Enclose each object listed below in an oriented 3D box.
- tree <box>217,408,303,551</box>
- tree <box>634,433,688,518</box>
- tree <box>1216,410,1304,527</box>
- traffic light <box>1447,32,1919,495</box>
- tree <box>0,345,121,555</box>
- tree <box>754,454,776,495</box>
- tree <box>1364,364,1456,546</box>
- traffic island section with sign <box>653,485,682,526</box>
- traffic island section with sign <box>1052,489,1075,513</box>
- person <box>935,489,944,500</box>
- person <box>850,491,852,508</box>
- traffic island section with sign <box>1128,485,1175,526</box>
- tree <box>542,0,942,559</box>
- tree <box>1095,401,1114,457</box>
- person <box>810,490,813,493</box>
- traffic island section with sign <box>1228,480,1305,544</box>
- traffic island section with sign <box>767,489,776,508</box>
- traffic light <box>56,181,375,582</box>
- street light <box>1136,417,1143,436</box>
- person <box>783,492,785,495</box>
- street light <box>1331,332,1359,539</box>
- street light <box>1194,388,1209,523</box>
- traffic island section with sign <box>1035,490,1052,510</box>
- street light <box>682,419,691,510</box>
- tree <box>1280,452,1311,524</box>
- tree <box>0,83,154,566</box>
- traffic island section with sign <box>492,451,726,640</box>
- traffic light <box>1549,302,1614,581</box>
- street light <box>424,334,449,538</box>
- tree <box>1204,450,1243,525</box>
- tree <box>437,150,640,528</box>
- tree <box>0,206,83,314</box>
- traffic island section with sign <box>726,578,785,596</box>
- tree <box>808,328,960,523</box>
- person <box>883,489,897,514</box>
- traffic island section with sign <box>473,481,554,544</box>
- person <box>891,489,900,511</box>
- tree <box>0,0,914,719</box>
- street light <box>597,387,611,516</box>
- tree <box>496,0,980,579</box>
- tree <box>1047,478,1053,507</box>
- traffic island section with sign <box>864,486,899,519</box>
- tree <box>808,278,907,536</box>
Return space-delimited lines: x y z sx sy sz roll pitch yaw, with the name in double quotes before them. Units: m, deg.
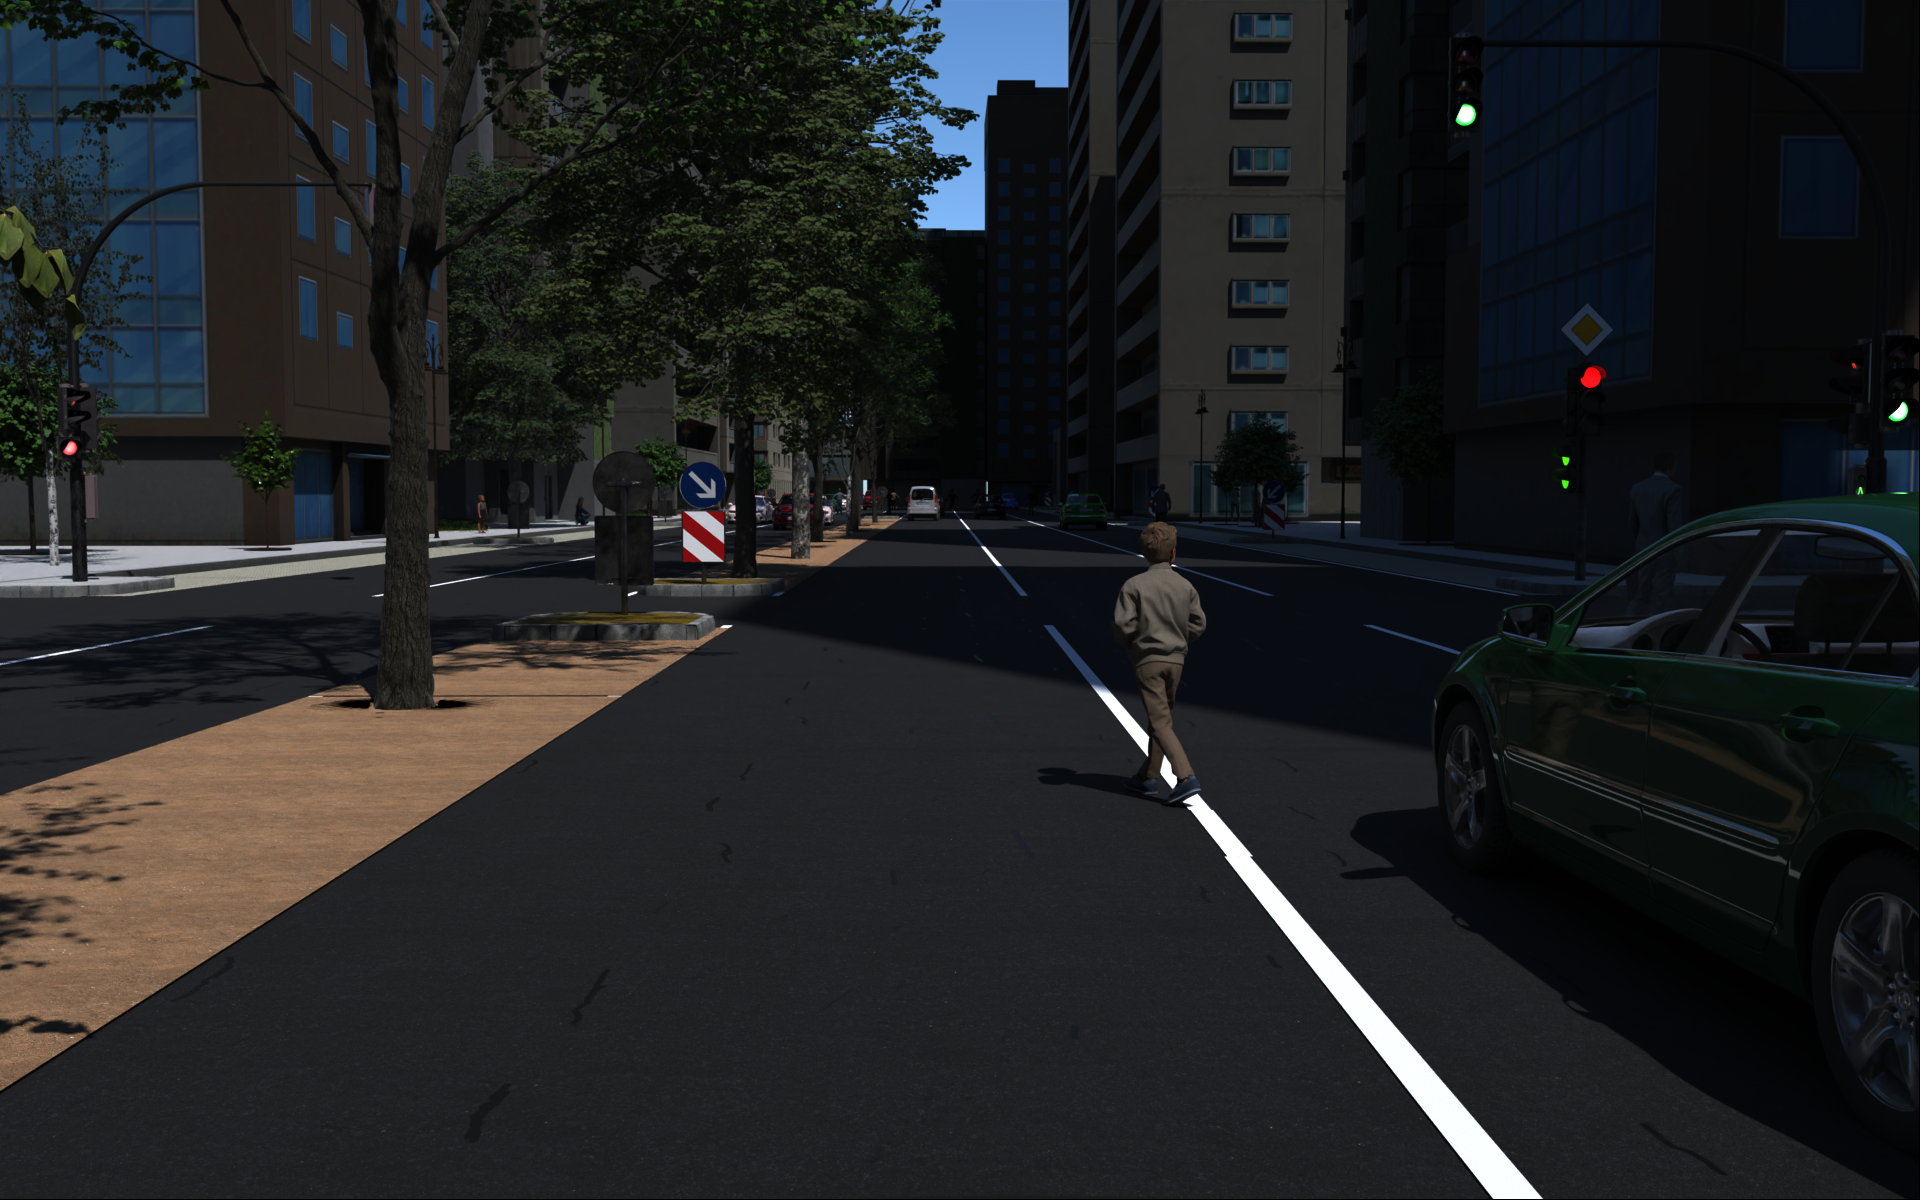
"tree" -15.649 -2.731 39.250 1.663 3.219 1.824 0 3 0
"tree" -16.143 -6.661 92.614 4.285 4.588 4.351 0 3 0
"tree" 11.659 -5.129 67.566 4.285 4.588 4.351 0 3 0
"traffic light" 7.174 -2.614 17.406 4.771 5.953 1.251 0 4 -1
"tree" -19.850 -3.249 36.833 4.285 4.588 4.351 0 3 0
"tree" -17.546 -9.981 146.903 4.285 4.588 4.351 0 3 0
"tree" 11.720 -3.661 43.575 4.285 4.588 4.351 0 3 0
"traffic island section with sign" -13.223 -4.222 77.651 1.989 1.847 2.006 0 4 -1
"traffic island section with sign" 8.012 -7.291 127.828 1.989 1.847 2.006 0 4 -1
"person" -1.541 -6.471 114.821 1.217 1.766 0.721 -2 4 -30
"person" -11.300 -10.460 179.521 0.705 1.824 1.348 2 4 25
"traffic island section with sign" 8.604 -4.252 78.150 1.989 1.847 2.006 0 4 -1
"tree" -4.736 -11.014 38.426 12.611 20.169 13.585 0 3 0
"tree" 10.541 -9.471 105.218 4.360 8.622 3.978 0 3 0
"person" -10.301 -6.824 120.756 1.217 1.739 0.721 3 5 44
"traffic island section with sign" 8.918 -2.568 50.619 1.989 1.847 2.006 0 4 -1
"traffic island section with sign" -13.799 -7.251 127.173 1.989 1.847 2.006 0 4 -1
"traffic light" -10.798 -3.099 25.342 4.771 5.953 1.251 0 4 -1
"street light" 10.353 -7.803 100.371 0.468 5.910 1.993 0 4 -1
"person" -15.988 -9.099 158.052 0.421 1.427 0.697 0 4 -2
"street light" 10.972 -4.692 49.495 0.468 5.910 1.993 0 4 -1
"street light" 10.551 -6.295 75.709 0.468 5.910 1.993 0 4 -1
"traffic island section with sign" 7.705 -8.939 154.782 1.989 1.847 2.006 0 4 -1
"street light" -15.792 -7.775 99.911 0.468 5.910 1.993 0 4 -1
"tree" 14.066 -4.896 74.651 1.663 3.219 1.824 0 3 0
"tree" -16.255 -4.906 30.569 4.360 8.622 3.978 0 3 0
"traffic island section with sign" -3.563 -0.589 17.775 2.006 1.907 1.989 0 4 -1
"traffic light" 9.171 -2.241 25.556 0.839 4.253 0.868 0 4 -1
"street light" -15.210 -4.732 50.164 0.468 5.910 1.993 0 4 -1
"tree" 11.120 -4.697 71.401 1.663 3.219 1.824 0 3 0
"tree" -16.582 -9.639 64.260 9.857 13.997 8.962 0 3 0
"tree" -3.258 -3.073 3.056 4.737 8.622 4.395 0 3 0
"traffic island section with sign" -3.640 -1.042 25.181 2.006 1.907 1.989 0 4 -1
"tree" -4.183 -9.104 85.713 8.767 10.594 7.601 0 4 -1
"person" -5.003 -6.944 122.041 0.705 1.822 1.348 3 5 44
"traffic island section with sign" -12.894 -2.548 50.287 1.989 1.847 2.006 0 4 -1
"person" -5.687 -8.523 147.866 1.348 1.823 0.705 -1 4 -21
"tree" -3.601 -5.071 11.118 9.928 11.665 9.643 0 3 0
"street light" -15.505 -6.267 75.250 0.468 5.910 1.993 0 4 -1
"tree" -3.563 -6.558 27.810 7.486 12.596 7.792 0 3 0
"tree" 9.618 -11.249 178.520 1.663 3.219 1.824 0 3 0
"traffic island section with sign" -4.530 -5.638 100.315 2.006 1.907 1.989 0 4 -1
"tree" -3.785 -6.453 58.327 4.360 8.622 3.978 0 3 0
